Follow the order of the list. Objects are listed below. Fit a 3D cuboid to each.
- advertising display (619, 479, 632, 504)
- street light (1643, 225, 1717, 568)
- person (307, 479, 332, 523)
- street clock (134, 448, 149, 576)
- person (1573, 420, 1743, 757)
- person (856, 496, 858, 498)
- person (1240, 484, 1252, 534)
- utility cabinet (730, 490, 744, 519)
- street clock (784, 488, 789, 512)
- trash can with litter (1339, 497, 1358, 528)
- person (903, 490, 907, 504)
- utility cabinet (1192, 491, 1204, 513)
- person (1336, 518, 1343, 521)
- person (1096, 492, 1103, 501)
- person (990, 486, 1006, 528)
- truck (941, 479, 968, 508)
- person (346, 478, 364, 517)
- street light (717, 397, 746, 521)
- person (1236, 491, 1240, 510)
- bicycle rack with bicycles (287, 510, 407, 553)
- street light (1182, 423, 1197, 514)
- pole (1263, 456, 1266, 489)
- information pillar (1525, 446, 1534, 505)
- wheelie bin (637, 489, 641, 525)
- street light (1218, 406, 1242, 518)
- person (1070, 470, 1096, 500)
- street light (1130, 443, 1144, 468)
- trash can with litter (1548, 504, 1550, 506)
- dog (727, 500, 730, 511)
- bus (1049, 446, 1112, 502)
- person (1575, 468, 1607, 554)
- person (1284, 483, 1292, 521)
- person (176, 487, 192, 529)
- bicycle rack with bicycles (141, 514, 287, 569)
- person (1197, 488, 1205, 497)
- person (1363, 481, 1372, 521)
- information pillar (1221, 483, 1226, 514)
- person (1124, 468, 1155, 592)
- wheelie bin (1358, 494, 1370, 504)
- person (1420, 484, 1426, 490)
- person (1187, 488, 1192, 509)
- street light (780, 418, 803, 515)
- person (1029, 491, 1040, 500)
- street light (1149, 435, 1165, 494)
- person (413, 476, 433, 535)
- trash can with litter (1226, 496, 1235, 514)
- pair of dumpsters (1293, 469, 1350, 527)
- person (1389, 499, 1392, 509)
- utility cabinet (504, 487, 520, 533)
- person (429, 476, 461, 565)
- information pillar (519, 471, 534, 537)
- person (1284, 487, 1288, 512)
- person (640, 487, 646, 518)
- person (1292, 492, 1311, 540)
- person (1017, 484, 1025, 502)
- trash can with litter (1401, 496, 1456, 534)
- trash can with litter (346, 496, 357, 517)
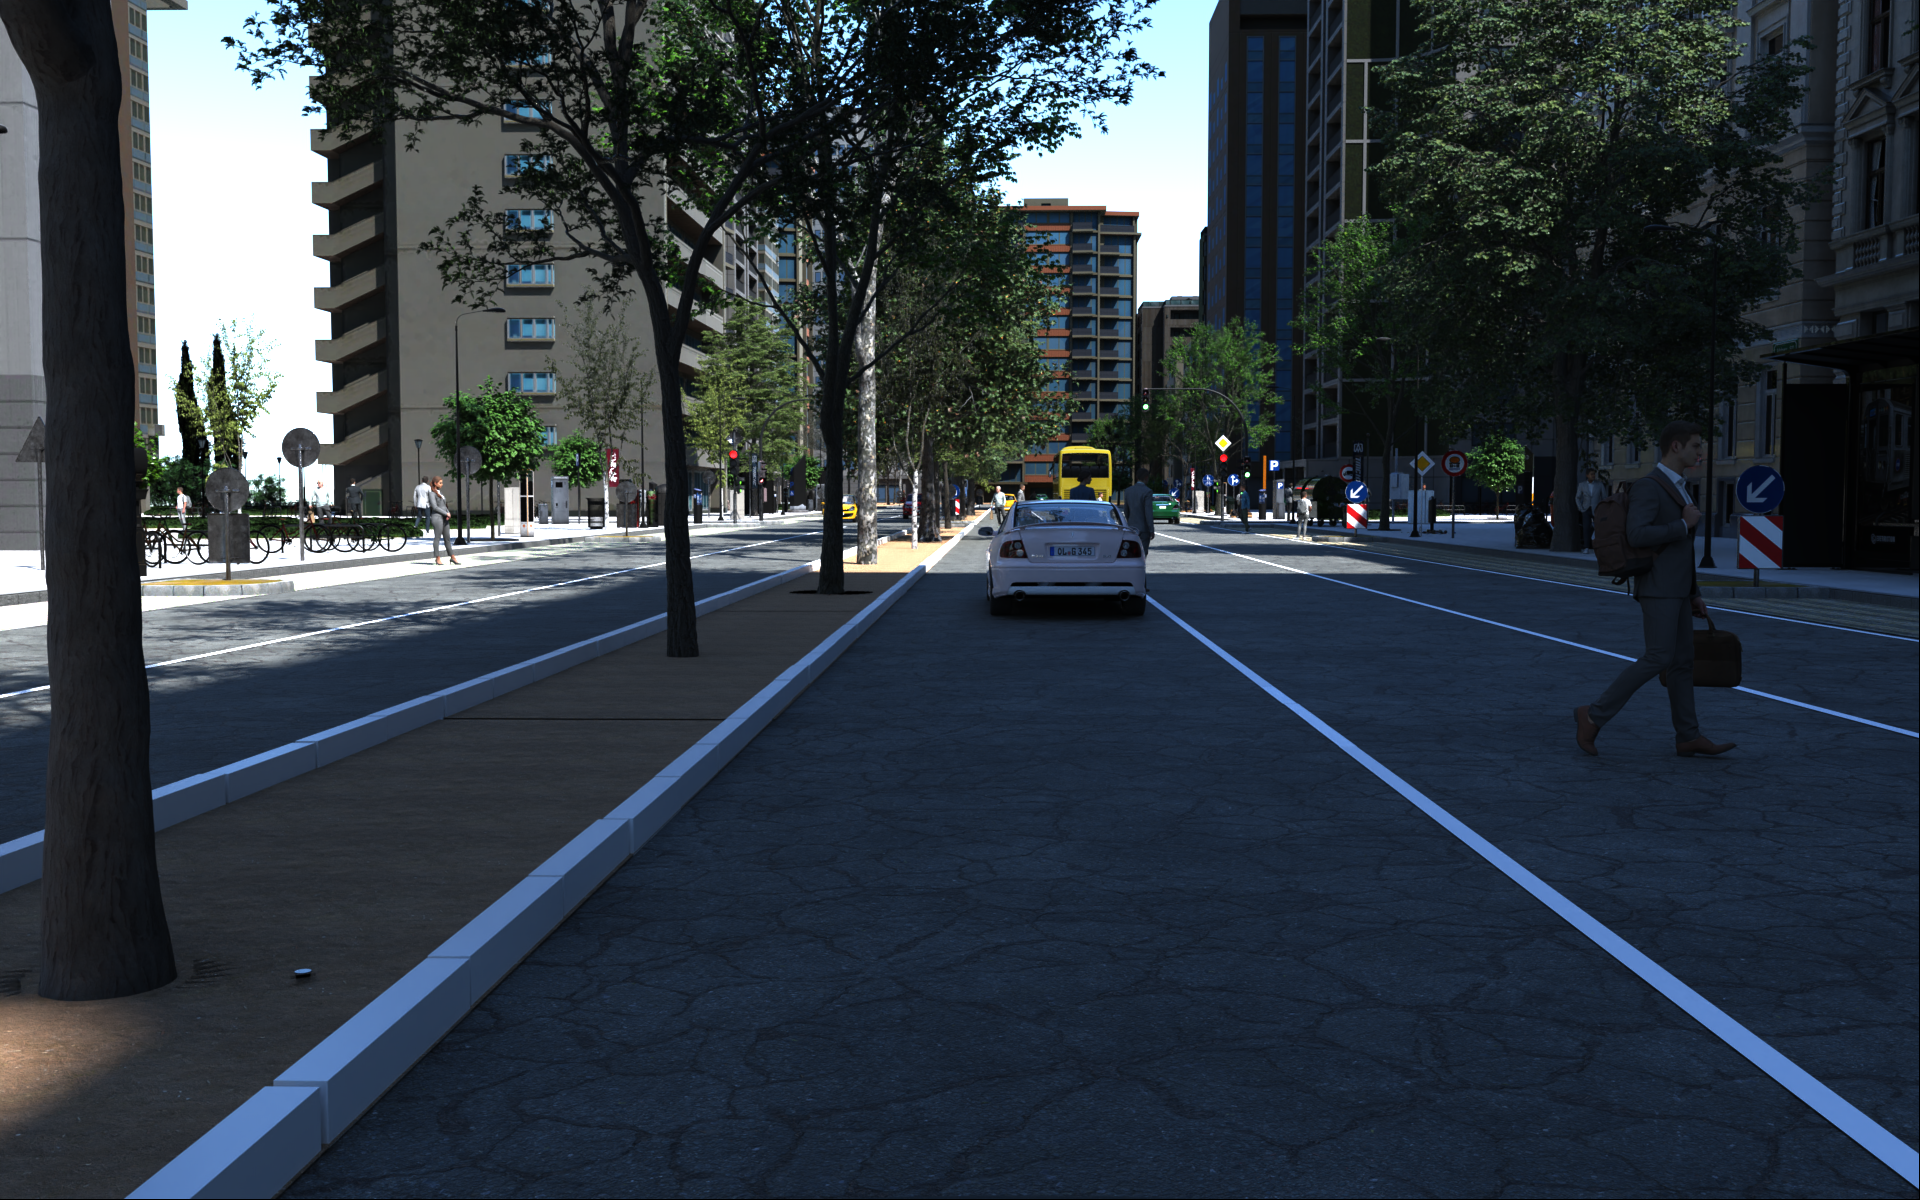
[{"bbox_3d":[-14.608,-4.313,75.731,0.123,1.923,0.974,-3,4,-39],"label":"advertising display"},{"bbox_3d":[12.480,-3.516,30.020,1.470,5.913,1.316,0,4,2],"label":"street light"},{"bbox_3d":[-20.751,-3.032,56.110,0.782,1.767,0.515,-1,4,-16],"label":"person"},{"bbox_3d":[-12.819,-1.371,26.979,0.358,2.002,0.471,-3,5,-41],"label":"street clock"},{"bbox_3d":[3.827,-0.062,9.477,0.822,1.834,0.622,2,4,28],"label":"person"},{"bbox_3d":[-13.121,-13.160,222.130,0.541,1.710,0.530,-1,4,-17],"label":"person"},{"bbox_3d":[10.312,-3.280,62.467,0.444,1.785,0.601,0,4,8],"label":"person"},{"bbox_3d":[-11.171,-4.774,86.738,0.318,1.500,1.173,1,4,15],"label":"utility cabinet"},{"bbox_3d":[-12.289,-7.194,122.195,0.471,2.002,0.358,2,4,31],"label":"street clock"},{"bbox_3d":[14.629,-3.269,64.838,0.624,1.170,1.055,2,4,31],"label":"trash can with litter"},{"bbox_3d":[-7.599,-13.984,234.812,0.705,1.807,1.348,2,4,34],"label":"person"},{"bbox_3d":[15.784,-6.486,114.727,0.318,1.500,1.173,2,4,35],"label":"utility cabinet"},{"bbox_3d":[17.696,-4.591,81.590,0.515,1.767,0.782,-2,4,-33],"label":"person"},{"bbox_3d":[5.609,-3.595,69.869,0.503,1.515,0.523,3,5,42],"label":"person"},{"bbox_3d":[1.619,-3.975,73.980,0.782,1.767,0.515,1,4,23],"label":"person"},{"bbox_3d":[-0.005,-12.211,189.401,2.967,4.110,18.799,0,4,3],"label":"truck"},{"bbox_3d":[-24.030,-3.875,68.768,0.648,1.900,0.474,-3,5,-39],"label":"person"},{"bbox_3d":[-10.957,-6.760,83.064,1.470,5.913,1.316,0,4,2],"label":"street light"},{"bbox_3d":[20.231,-7.147,125.492,0.503,1.515,0.523,1,4,9],"label":"person"},{"bbox_3d":[-13.734,-1.534,38.467,2.925,0.926,2.852,0,3,0],"label":"bicycle rack with bicycles"},{"bbox_3d":[14.796,-8.597,113.101,1.470,5.913,1.316,0,4,2],"label":"street light"},{"bbox_3d":[16.140,-5.992,91.804,0.158,3.312,0.155,0,3,0],"label":"pole"},{"bbox_3d":[27.440,-5.640,83.568,0.183,3.616,0.504,-2,4,-35],"label":"information pillar"},{"bbox_3d":[-13.588,-3.921,72.024,0.693,1.594,0.980,-1,4,-12],"label":"wheelie bin"},{"bbox_3d":[14.223,-7.244,90.979,1.470,5.913,1.316,0,4,2],"label":"street light"},{"bbox_3d":[2.005,-1.220,28.478,0.581,1.822,0.654,3,5,44],"label":"person"},{"bbox_3d":[16.030,-11.265,156.728,1.470,5.913,1.316,0,4,2],"label":"street light"},{"bbox_3d":[25.441,-3.803,73.570,0.624,1.170,1.055,2,4,35],"label":"trash can with litter"},{"bbox_3d":[-17.689,-7.203,132.153,0.513,0.831,0.800,1,4,11],"label":"dog"},{"bbox_3d":[6.089,-5.899,87.993,2.896,3.916,12.252,0,4,2],"label":"bus"},{"bbox_3d":[13.612,-1.924,37.346,0.661,1.843,0.795,2,4,24],"label":"person"},{"bbox_3d":[15.666,-4.649,82.238,0.473,1.802,0.592,-1,4,-11],"label":"person"},{"bbox_3d":[-25.949,-3.008,57.818,0.503,1.515,0.523,0,4,4],"label":"person"},{"bbox_3d":[-14.359,-1.086,31.143,2.925,0.926,2.852,2,4,23],"label":"bicycle rack with bicycles"},{"bbox_3d":[22.200,-9.484,161.121,1.348,1.822,0.705,3,4,37],"label":"person"},{"bbox_3d":[19.080,-4.676,81.852,0.648,1.900,0.474,-2,4,-29],"label":"person"},{"bbox_3d":[16.865,-6.514,110.990,0.304,2.012,0.304,-1,4,-20],"label":"information pillar"},{"bbox_3d":[2.628,-1.026,25.397,0.853,1.813,0.709,-3,5,-44],"label":"person"},{"bbox_3d":[16.182,-3.826,70.459,0.980,1.594,0.693,1,4,20],"label":"wheelie bin"},{"bbox_3d":[24.211,-5.163,90.436,0.794,1.824,0.713,0,4,3],"label":"person"},{"bbox_3d":[20.087,-8.898,151.375,0.795,1.843,0.661,2,4,31],"label":"person"},{"bbox_3d":[-10.298,-8.153,105.843,1.470,5.913,1.316,0,4,2],"label":"street light"},{"bbox_3d":[8.437,-11.495,196.458,1.348,1.823,0.705,-1,4,-13],"label":"person"},{"bbox_3d":[15.385,-9.953,135.279,1.470,5.913,1.316,0,4,2],"label":"street light"},{"bbox_3d":[-16.714,-2.936,53.897,0.661,1.843,0.795,1,4,12],"label":"person"},{"bbox_3d":[16.999,-5.917,108.136,0.624,1.170,1.055,-1,4,-15],"label":"trash can with litter"},{"bbox_3d":[14.486,-4.092,69.394,1.574,2.255,4.437,0,4,1],"label":"pair of dumpsters"},{"bbox_3d":[25.877,-6.025,104.655,0.850,1.850,0.679,0,4,7],"label":"person"},{"bbox_3d":[-14.410,-2.896,56.035,0.318,1.500,1.173,0,4,5],"label":"utility cabinet"},{"bbox_3d":[-10.322,-1.586,34.708,0.573,1.790,0.520,-1,4,-8],"label":"person"},{"bbox_3d":[-12.897,-2.879,51.566,0.304,2.012,0.304,2,4,25],"label":"information pillar"},{"bbox_3d":[22.795,-7.029,121.210,0.600,1.795,0.529,-1,4,-18],"label":"person"},{"bbox_3d":[-17.316,-5.390,94.377,0.606,1.804,0.583,-1,4,-23],"label":"person"},{"bbox_3d":[10.722,-2.640,54.265,0.503,1.515,0.523,-2,4,-28],"label":"person"},{"bbox_3d":[2.393,-3.606,67.574,0.853,1.813,0.709,0,4,-1],"label":"person"},{"bbox_3d":[15.246,-2.760,56.184,1.678,1.210,2.233,1,4,10],"label":"trash can with litter"},{"bbox_3d":[-30.064,-4.486,84.411,2.233,1.210,1.678,-3,5,-44],"label":"trash can with litter"}]
